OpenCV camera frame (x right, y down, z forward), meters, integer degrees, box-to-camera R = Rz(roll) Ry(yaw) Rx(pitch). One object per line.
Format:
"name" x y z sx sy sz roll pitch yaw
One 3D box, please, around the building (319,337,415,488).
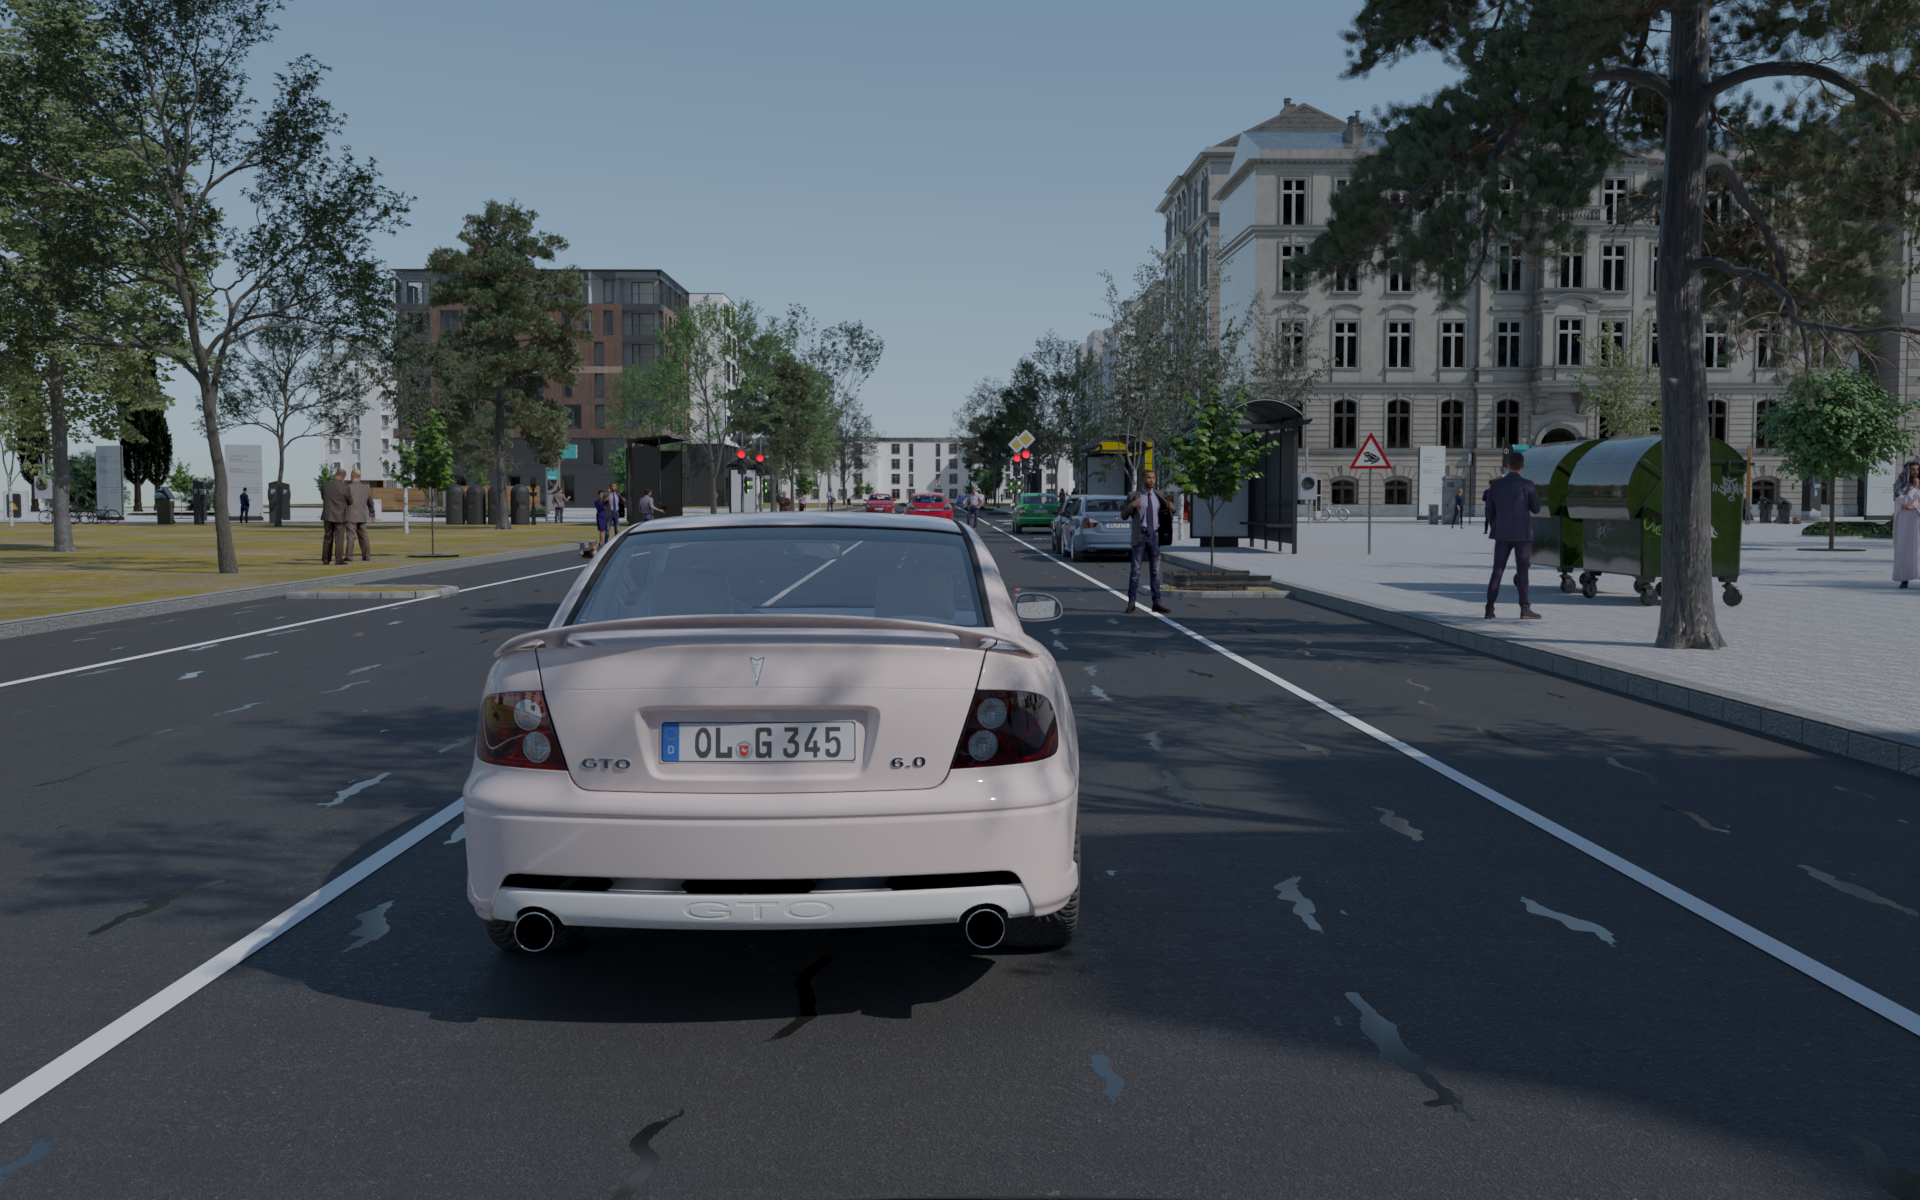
"building" -70.817 -21.882 214.182 11.380 20.091 16.016 0 4 -1

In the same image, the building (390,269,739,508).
"building" -37.890 -20.164 173.661 27.936 21.610 32.646 0 4 -1

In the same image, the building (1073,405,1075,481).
"building" 22.339 -22.078 217.398 16.016 20.091 11.380 0 4 -1

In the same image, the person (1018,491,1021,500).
"person" 5.121 -8.560 147.961 0.963 1.587 0.435 1 4 11

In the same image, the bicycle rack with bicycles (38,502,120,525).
"bicycle rack with bicycles" -37.423 -3.706 73.970 2.925 0.926 2.852 -1 4 -10

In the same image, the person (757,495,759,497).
"person" -21.272 -10.537 179.047 1.217 1.736 0.721 -3 5 -43

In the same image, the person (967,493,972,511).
"person" 0.847 -8.325 146.823 0.614 1.554 0.590 -2 4 -34

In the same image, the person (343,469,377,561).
"person" -11.585 -1.620 33.083 0.434 1.755 0.990 3 4 36

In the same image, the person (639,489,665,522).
"person" -8.845 -2.368 49.176 0.963 1.587 0.435 2 4 30

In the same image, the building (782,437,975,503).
"building" -12.223 -19.289 257.519 28.070 9.664 9.099 0 4 -1

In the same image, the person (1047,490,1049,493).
"person" 9.485 -10.971 185.967 0.434 1.755 0.990 -1 4 -9

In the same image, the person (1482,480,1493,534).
"person" 17.076 -2.991 55.654 0.576 1.737 0.504 0 4 1

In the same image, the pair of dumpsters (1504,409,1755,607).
"pair of dumpsters" 8.247 -1.175 21.708 1.574 2.255 4.436 0 4 -1

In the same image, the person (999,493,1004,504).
"person" 5.404 -13.092 223.362 1.065 1.426 0.557 -1 4 -23

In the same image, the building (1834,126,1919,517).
"building" 63.314 -18.520 100.061 25.104 27.353 12.463 0 4 -1

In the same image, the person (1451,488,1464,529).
"person" 18.480 -3.408 64.308 0.480 1.512 0.613 -3 5 -42

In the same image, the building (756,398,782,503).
"building" -42.054 -24.095 260.417 31.486 18.905 16.747 0 4 -1

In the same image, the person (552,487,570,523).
"person" -18.320 -4.316 79.597 0.617 1.759 0.750 1 4 20

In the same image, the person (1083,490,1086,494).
"person" 7.829 -6.091 107.835 0.499 1.552 0.429 2 4 26

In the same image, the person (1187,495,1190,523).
"person" 9.922 -4.012 74.110 0.387 1.526 0.523 -1 4 -13

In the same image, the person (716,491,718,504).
"person" -20.405 -8.337 143.822 0.415 1.643 0.593 3 5 43

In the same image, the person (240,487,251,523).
"person" -32.364 -4.238 78.499 0.576 1.737 0.504 1 4 15

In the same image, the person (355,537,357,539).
"person" -17.184 -2.442 49.210 0.697 1.427 0.421 -2 4 -31

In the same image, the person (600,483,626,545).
"person" -8.952 -2.168 44.769 0.655 1.722 0.431 -2 4 -31

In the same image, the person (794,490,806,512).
"person" -8.033 -4.720 87.127 0.566 1.644 0.517 2 4 29

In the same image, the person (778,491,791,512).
"person" -6.257 -3.131 61.969 0.482 1.546 0.388 -1 4 -15

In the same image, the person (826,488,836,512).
"person" -8.292 -6.311 111.554 0.709 1.838 0.599 -2 4 -34

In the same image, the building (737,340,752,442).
"building" -32.799 -21.490 207.774 16.016 20.091 11.380 0 4 -1

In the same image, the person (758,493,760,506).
"person" -21.895 -10.938 188.109 0.599 1.433 0.991 -1 4 -17

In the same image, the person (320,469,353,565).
"person" -11.309 -1.510 31.426 0.565 1.739 0.600 -1 4 -22

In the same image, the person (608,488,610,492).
"person" -28.651 -8.234 141.119 0.568 1.767 0.683 0 4 -4

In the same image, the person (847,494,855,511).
"person" -9.177 -8.210 145.927 0.799 1.438 0.628 0 4 7

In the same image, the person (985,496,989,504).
"person" 3.581 -13.504 227.357 0.617 1.759 0.750 -1 4 -10

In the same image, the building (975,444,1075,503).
"building" 15.913 -19.289 257.517 28.070 9.664 9.099 0 4 -1

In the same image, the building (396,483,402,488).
"building" -72.076 -19.219 256.374 28.070 9.664 9.099 0 4 -1

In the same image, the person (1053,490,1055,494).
"person" 12.649 -13.763 231.210 0.705 1.807 1.348 -1 4 -9

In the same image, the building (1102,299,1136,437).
"building" 22.464 -19.432 174.131 16.016 20.091 11.380 0 4 -1

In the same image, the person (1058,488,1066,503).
"person" 6.084 -5.945 104.709 0.593 1.643 0.415 -1 4 -18

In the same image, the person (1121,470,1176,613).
"person" 2.263 -0.701 20.790 0.655 1.722 0.431 -1 4 -10

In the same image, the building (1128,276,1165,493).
"building" 21.129 -19.048 147.586 11.583 22.565 21.152 0 4 -1

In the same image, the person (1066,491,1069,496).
"person" 14.557 -13.900 233.755 0.568 1.767 0.683 1 4 18

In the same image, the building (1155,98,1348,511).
"building" 22.321 -20.650 125.022 14.401 28.519 23.554 0 4 -1

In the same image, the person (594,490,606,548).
"person" -9.456 -2.155 46.112 0.546 1.535 0.453 2 4 26

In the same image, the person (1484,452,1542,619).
"person" 5.677 -0.661 17.763 0.530 1.710 0.541 -3 5 -43

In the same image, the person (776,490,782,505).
"person" -21.437 -12.225 206.002 1.350 1.814 0.705 -3 5 -40

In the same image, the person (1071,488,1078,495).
"person" 8.444 -7.353 126.951 0.600 1.739 0.565 2 4 29

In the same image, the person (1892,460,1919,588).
"person" 12.898 -1.024 23.454 0.551 1.740 0.621 0 4 -6

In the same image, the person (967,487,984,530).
"person" 0.534 -3.628 68.764 0.756 1.711 0.436 3 4 37

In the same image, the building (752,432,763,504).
"building" -39.179 -16.863 217.862 28.070 9.664 9.099 0 4 -1

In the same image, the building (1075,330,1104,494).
"building" 22.640 -20.133 195.624 16.747 18.905 31.486 0 4 -1

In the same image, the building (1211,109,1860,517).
"building" 32.982 -17.218 100.592 34.723 24.649 14.460 0 4 -1
